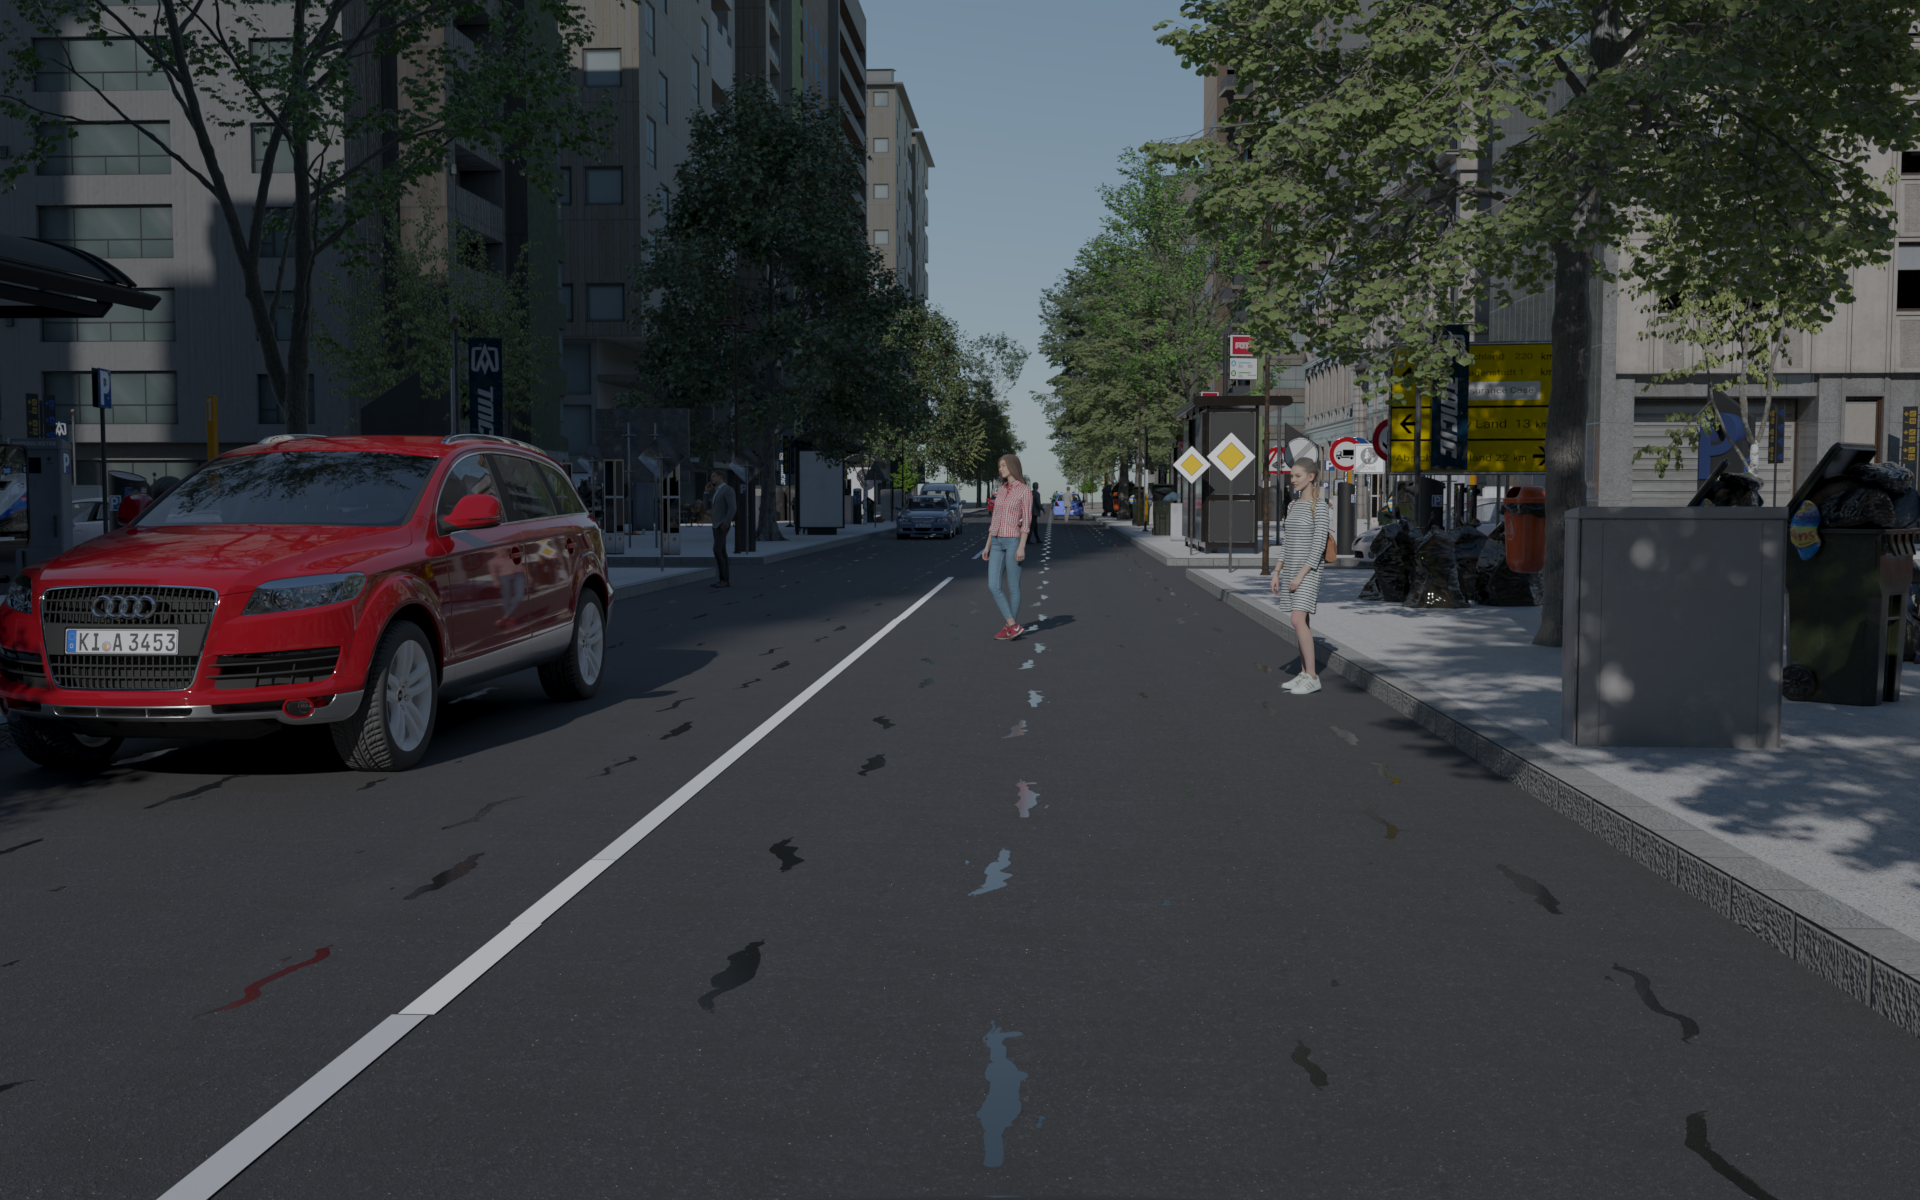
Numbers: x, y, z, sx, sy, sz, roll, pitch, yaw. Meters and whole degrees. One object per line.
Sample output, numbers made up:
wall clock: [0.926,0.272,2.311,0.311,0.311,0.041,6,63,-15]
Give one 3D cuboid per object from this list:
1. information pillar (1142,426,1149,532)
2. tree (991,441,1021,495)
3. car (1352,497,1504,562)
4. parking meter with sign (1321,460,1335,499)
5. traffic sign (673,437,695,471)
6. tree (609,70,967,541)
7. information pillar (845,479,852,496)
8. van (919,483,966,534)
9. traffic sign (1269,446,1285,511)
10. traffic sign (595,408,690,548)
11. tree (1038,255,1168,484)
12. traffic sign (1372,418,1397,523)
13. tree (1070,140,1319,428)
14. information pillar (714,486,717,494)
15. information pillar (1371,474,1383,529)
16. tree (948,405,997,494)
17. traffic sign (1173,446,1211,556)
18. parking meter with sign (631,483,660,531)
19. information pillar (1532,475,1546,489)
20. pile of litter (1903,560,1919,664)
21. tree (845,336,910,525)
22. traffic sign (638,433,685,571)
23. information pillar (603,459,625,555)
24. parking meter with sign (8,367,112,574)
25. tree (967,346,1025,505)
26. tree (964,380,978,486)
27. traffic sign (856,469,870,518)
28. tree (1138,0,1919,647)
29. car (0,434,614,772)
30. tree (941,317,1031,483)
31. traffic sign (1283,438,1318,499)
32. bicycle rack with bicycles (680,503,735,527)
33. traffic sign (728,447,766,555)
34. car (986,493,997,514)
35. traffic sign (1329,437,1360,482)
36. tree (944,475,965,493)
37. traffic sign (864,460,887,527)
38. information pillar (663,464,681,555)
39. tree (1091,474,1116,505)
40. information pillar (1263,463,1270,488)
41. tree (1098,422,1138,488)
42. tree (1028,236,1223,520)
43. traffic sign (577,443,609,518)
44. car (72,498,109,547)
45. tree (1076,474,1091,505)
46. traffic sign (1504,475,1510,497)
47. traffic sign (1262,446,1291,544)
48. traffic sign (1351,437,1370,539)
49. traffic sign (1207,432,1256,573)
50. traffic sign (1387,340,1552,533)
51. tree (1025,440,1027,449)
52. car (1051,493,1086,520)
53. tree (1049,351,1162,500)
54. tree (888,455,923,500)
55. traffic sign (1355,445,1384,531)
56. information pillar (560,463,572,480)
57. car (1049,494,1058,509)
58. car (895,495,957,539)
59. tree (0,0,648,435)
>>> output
information pillar: [6.356,-4.149,59.198,0.183,3.616,0.504,0,3,0]
tree: [4.269,-17.343,217.970,7.601,10.594,8.767,1,4,15]
car: [9.871,-1.247,32.744,4.827,1.381,2.083,0,4,4]
parking meter with sign: [18.834,-5.709,89.608,0.543,3.016,1.738,0,4,-6]
traffic sign: [-6.468,-2.420,39.566,0.884,2.594,0.081,1,4,13]
tree: [-5.149,-7.961,47.163,9.611,12.733,9.660,0,3,0]
information pillar: [-5.392,-4.800,82.973,0.304,2.012,0.304,-3,4,-36]
van: [-0.763,-3.409,62.742,2.013,2.044,4.112,0,4,2]
traffic sign: [8.459,-2.811,46.061,0.768,2.556,0.104,1,4,10]
traffic sign: [-7.547,-2.893,41.170,2.265,3.308,0.079,0,4,4]
tree: [12.624,-16.762,129.950,12.611,20.169,13.585,0,3,0]
traffic sign: [7.199,-1.748,28.679,0.768,2.556,0.104,1,4,11]
tree: [6.964,-7.684,51.382,9.928,11.665,9.643,0,3,0]
information pillar: [-8.051,-3.269,57.947,0.304,2.012,0.304,-1,4,-14]
information pillar: [14.499,-3.410,60.238,0.304,2.012,0.304,-3,5,-44]
tree: [0.003,-11.080,131.522,4.737,8.622,4.395,0,3,0]
traffic sign: [4.824,-1.986,36.107,0.795,2.450,0.064,0,4,3]
parking meter with sign: [-11.040,-3.920,60.346,1.738,3.016,0.543,-3,4,-37]
information pillar: [8.306,-2.017,24.327,0.504,3.616,0.183,1,4,13]
pile of litter: [7.635,0.019,13.660,1.176,0.858,1.719,2,4,32]
tree: [-4.018,-7.469,72.479,4.737,8.622,4.395,0,3,0]
traffic sign: [-4.935,-1.530,28.653,0.795,2.450,0.064,0,4,3]
information pillar: [-7.330,-1.970,36.701,0.304,2.012,0.304,2,4,28]
parking meter with sign: [-12.731,-1.696,23.984,1.738,3.016,0.543,-1,4,-9]
tree: [-2.680,-11.203,100.171,9.611,12.733,9.660,0,3,0]
tree: [1.969,-15.527,171.995,7.486,12.596,7.792,0,3,0]
traffic sign: [-4.815,-5.301,86.777,0.768,2.556,0.104,0,4,6]
tree: [5.511,-5.873,14.154,7.486,12.596,7.792,0,3,0]
car: [-3.704,-0.124,10.699,2.281,1.827,5.304,0,4,5]
tree: [1.001,-20.191,186.017,12.611,20.169,13.585,0,3,0]
traffic sign: [7.742,-2.405,39.428,0.768,2.556,0.104,1,4,12]
bicycle rack with bicycles: [-9.614,-3.282,67.050,2.852,0.926,2.925,1,4,9]
traffic sign: [-4.506,-2.017,36.627,0.795,2.450,0.064,0,4,3]
car: [2.934,-7.116,125.379,2.155,1.783,4.494,0,4,1]
traffic sign: [8.601,-2.357,38.636,0.768,2.556,0.104,0,4,6]
tree: [-0.458,-8.637,135.823,1.663,3.219,1.824,0,3,0]
traffic sign: [-3.252,-4.064,66.454,0.884,2.594,0.081,0,4,8]
information pillar: [-6.083,-1.951,36.383,0.304,2.012,0.304,-3,5,-42]
tree: [12.102,-8.995,141.669,1.663,3.219,1.824,0,3,0]
information pillar: [19.299,-7.195,108.992,0.504,3.616,0.183,-1,4,-18]
tree: [10.733,-10.191,116.980,4.737,8.622,4.395,0,3,0]
tree: [8.338,-11.014,86.729,9.857,13.997,8.962,0,3,0]
traffic sign: [-8.250,-2.312,38.981,0.795,2.450,0.064,1,4,12]
car: [-16.774,-1.298,33.588,4.827,1.381,2.083,0,4,4]
tree: [11.619,-9.815,155.083,1.663,3.219,1.824,0,3,0]
traffic sign: [8.334,-1.607,26.388,0.768,2.556,0.104,0,4,6]
traffic sign: [8.220,-2.729,44.615,0.884,2.594,0.081,0,4,8]
traffic sign: [8.904,-2.376,38.960,0.768,2.556,0.104,1,4,12]
traffic sign: [4.395,-1.498,28.133,0.795,2.450,0.064,0,4,3]
traffic sign: [6.886,-1.793,23.189,2.265,3.308,0.079,1,4,11]
tree: [3.336,-17.600,204.769,9.611,12.733,9.660,0,3,0]
car: [6.065,-5.330,96.744,1.945,1.707,3.694,0,4,3]
tree: [9.386,-10.428,104.908,8.767,10.594,7.601,1,4,9]
tree: [-2.775,-5.577,85.787,1.663,3.219,1.824,0,3,0]
traffic sign: [8.337,-2.031,35.329,0.606,2.300,0.079,1,4,13]
information pillar: [-9.300,-2.212,40.661,0.304,2.012,0.304,3,5,42]
car: [9.706,-9.506,167.223,2.131,1.459,4.920,0,4,1]
car: [-1.080,-2.716,56.413,2.014,1.417,4.499,0,4,2]
tree: [-7.207,-5.651,18.144,9.928,11.665,9.643,0,3,0]
